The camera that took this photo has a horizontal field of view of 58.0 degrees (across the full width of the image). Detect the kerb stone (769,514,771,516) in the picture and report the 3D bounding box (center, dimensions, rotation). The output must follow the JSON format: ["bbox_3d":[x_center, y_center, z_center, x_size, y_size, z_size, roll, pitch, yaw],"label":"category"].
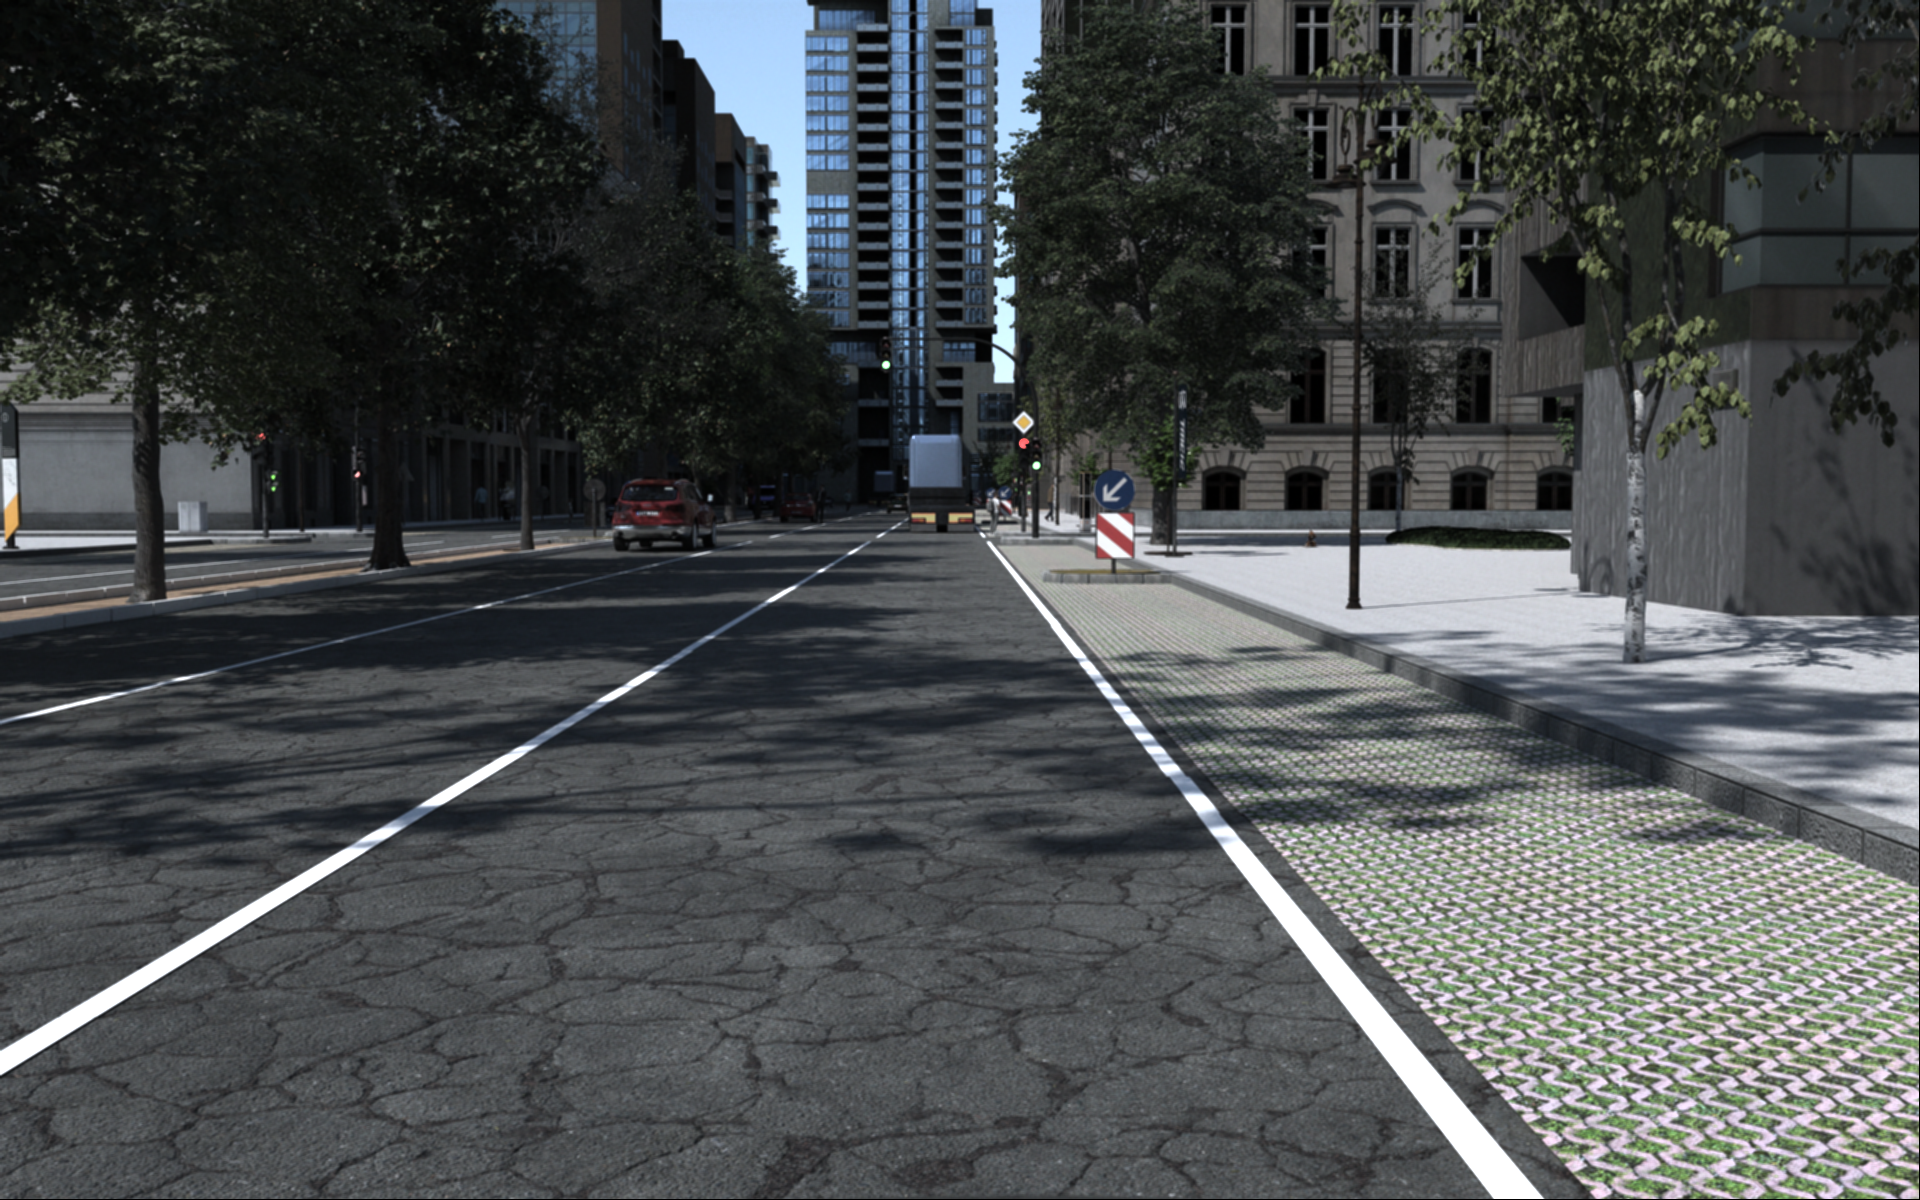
[{"bbox_3d":[-12.235,-5.354,109.733,0.120,0.150,1.000,0,4,0],"label":"kerb stone"}]

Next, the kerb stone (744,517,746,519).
[{"bbox_3d":[-12.159,-4.539,96.409,0.120,0.150,1.000,0,4,0],"label":"kerb stone"}]

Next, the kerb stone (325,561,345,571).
[{"bbox_3d":[-11.776,-0.620,32.354,0.120,0.150,1.000,0,4,0],"label":"kerb stone"}]

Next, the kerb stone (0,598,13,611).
[{"bbox_3d":[-11.702,0.074,21.043,0.120,0.150,1.000,0,4,0],"label":"kerb stone"}]

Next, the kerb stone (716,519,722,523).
[{"bbox_3d":[-12.096,-3.911,86.160,0.120,0.150,1.000,0,4,0],"label":"kerb stone"}]

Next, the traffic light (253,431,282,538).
[{"bbox_3d":[-20.182,-3.754,50.296,0.839,4.253,0.868,0,4,0],"label":"traffic light"}]

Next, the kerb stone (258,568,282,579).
[{"bbox_3d":[-11.755,-0.429,29.273,0.120,0.150,1.000,0,4,0],"label":"kerb stone"}]

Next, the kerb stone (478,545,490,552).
[{"bbox_3d":[-11.836,-1.246,42.629,0.120,0.150,1.000,0,4,0],"label":"kerb stone"}]

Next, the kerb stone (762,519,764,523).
[{"bbox_3d":[-9.998,-3.914,86.183,0.120,0.150,1.000,0,4,0],"label":"kerb stone"}]

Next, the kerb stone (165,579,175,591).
[{"bbox_3d":[-11.735,-0.181,25.170,0.120,0.150,1.000,0,4,0],"label":"kerb stone"}]

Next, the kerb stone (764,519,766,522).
[{"bbox_3d":[-10.000,-3.977,87.216,0.120,0.150,1.000,0,4,0],"label":"kerb stone"}]

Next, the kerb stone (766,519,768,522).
[{"bbox_3d":[-10.008,-4.036,88.245,0.120,0.150,1.000,0,4,0],"label":"kerb stone"}]

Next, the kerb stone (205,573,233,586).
[{"bbox_3d":[-11.743,-0.307,27.223,0.120,0.150,1.000,0,4,0],"label":"kerb stone"}]

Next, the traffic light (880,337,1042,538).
[{"bbox_3d":[0.087,-4.625,50.292,4.771,5.953,1.251,0,4,0],"label":"traffic light"}]

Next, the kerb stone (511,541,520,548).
[{"bbox_3d":[-11.857,-1.438,45.703,0.120,0.150,1.000,0,4,0],"label":"kerb stone"}]

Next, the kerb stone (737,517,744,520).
[{"bbox_3d":[-12.153,-4.477,95.386,0.120,0.150,1.000,0,4,0],"label":"kerb stone"}]

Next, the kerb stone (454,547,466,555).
[{"bbox_3d":[-11.821,-1.124,40.568,0.120,0.150,1.000,0,4,0],"label":"kerb stone"}]

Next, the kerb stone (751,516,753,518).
[{"bbox_3d":[-12.174,-4.727,99.478,0.120,0.150,1.000,0,4,0],"label":"kerb stone"}]

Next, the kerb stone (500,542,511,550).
[{"bbox_3d":[-11.841,-1.375,44.677,0.120,0.150,1.000,0,4,0],"label":"kerb stone"}]

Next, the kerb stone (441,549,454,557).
[{"bbox_3d":[-11.812,-1.060,39.534,0.120,0.150,1.000,0,4,0],"label":"kerb stone"}]

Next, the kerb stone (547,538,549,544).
[{"bbox_3d":[-11.883,-1.684,49.806,0.120,0.150,1.000,0,4,0],"label":"kerb stone"}]

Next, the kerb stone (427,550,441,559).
[{"bbox_3d":[-11.808,-0.991,38.507,0.120,0.150,1.000,0,4,0],"label":"kerb stone"}]

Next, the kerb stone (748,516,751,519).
[{"bbox_3d":[-12.167,-4.664,98.456,0.120,0.150,1.000,0,4,0],"label":"kerb stone"}]

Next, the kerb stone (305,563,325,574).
[{"bbox_3d":[-11.768,-0.553,31.327,0.120,0.150,1.000,0,4,0],"label":"kerb stone"}]

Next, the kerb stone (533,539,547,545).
[{"bbox_3d":[-11.874,-1.626,48.774,0.120,0.150,1.000,0,4,0],"label":"kerb stone"}]

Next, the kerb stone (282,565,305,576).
[{"bbox_3d":[-11.757,-0.495,30.295,0.120,0.150,1.000,0,4,0],"label":"kerb stone"}]

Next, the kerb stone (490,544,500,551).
[{"bbox_3d":[-11.839,-1.312,43.651,0.120,0.150,1.000,0,4,0],"label":"kerb stone"}]

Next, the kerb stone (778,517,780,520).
[{"bbox_3d":[-10.047,-4.413,94.397,0.120,0.150,1.000,0,4,0],"label":"kerb stone"}]

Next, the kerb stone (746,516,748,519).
[{"bbox_3d":[-12.167,-4.602,97.431,0.120,0.150,1.000,0,4,0],"label":"kerb stone"}]

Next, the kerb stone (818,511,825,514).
[{"bbox_3d":[-10.246,-6.487,128.254,0.120,0.150,1.000,0,4,0],"label":"kerb stone"}]

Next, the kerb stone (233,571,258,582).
[{"bbox_3d":[-11.752,-0.369,28.249,0.120,0.150,1.000,0,4,0],"label":"kerb stone"}]

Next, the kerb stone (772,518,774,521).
[{"bbox_3d":[-10.029,-4.228,91.325,0.120,0.150,1.000,0,4,0],"label":"kerb stone"}]

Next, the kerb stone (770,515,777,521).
[{"bbox_3d":[-10.027,-4.291,92.348,0.120,0.150,1.000,0,4,0],"label":"kerb stone"}]

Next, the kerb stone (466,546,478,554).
[{"bbox_3d":[-11.833,-1.187,41.598,0.120,0.150,1.000,0,4,0],"label":"kerb stone"}]

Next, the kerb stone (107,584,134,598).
[{"bbox_3d":[-11.722,-0.119,24.140,0.120,0.150,1.000,0,4,0],"label":"kerb stone"}]

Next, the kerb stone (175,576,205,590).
[{"bbox_3d":[-11.738,-0.244,26.196,0.120,0.150,1.000,0,4,0],"label":"kerb stone"}]

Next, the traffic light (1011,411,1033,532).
[{"bbox_3d":[2.131,-4.251,58.431,0.839,4.253,0.868,0,4,0],"label":"traffic light"}]

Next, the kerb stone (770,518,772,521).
[{"bbox_3d":[-10.024,-4.166,90.303,0.120,0.150,1.000,0,4,0],"label":"kerb stone"}]

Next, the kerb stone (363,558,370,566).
[{"bbox_3d":[-11.781,-0.741,34.398,0.120,0.150,1.000,0,4,0],"label":"kerb stone"}]

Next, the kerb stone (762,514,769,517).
[{"bbox_3d":[-12.228,-5.291,108.702,0.120,0.150,1.000,0,4,0],"label":"kerb stone"}]

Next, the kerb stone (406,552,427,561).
[{"bbox_3d":[-11.800,-0.935,37.479,0.120,0.150,1.000,0,4,0],"label":"kerb stone"}]

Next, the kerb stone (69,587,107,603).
[{"bbox_3d":[-11.721,-0.052,23.114,0.120,0.150,1.000,0,4,0],"label":"kerb stone"}]

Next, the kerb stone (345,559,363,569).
[{"bbox_3d":[-11.784,-0.679,33.376,0.120,0.150,1.000,0,4,0],"label":"kerb stone"}]

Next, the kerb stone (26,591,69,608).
[{"bbox_3d":[-11.708,0.007,22.086,0.120,0.150,1.000,0,4,0],"label":"kerb stone"}]

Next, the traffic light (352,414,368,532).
[{"bbox_3d":[-18.139,-5.117,58.329,4.771,5.953,1.251,0,4,0],"label":"traffic light"}]

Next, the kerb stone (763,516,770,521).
[{"bbox_3d":[-10.022,-4.103,89.275,0.120,0.150,1.000,0,4,0],"label":"kerb stone"}]
